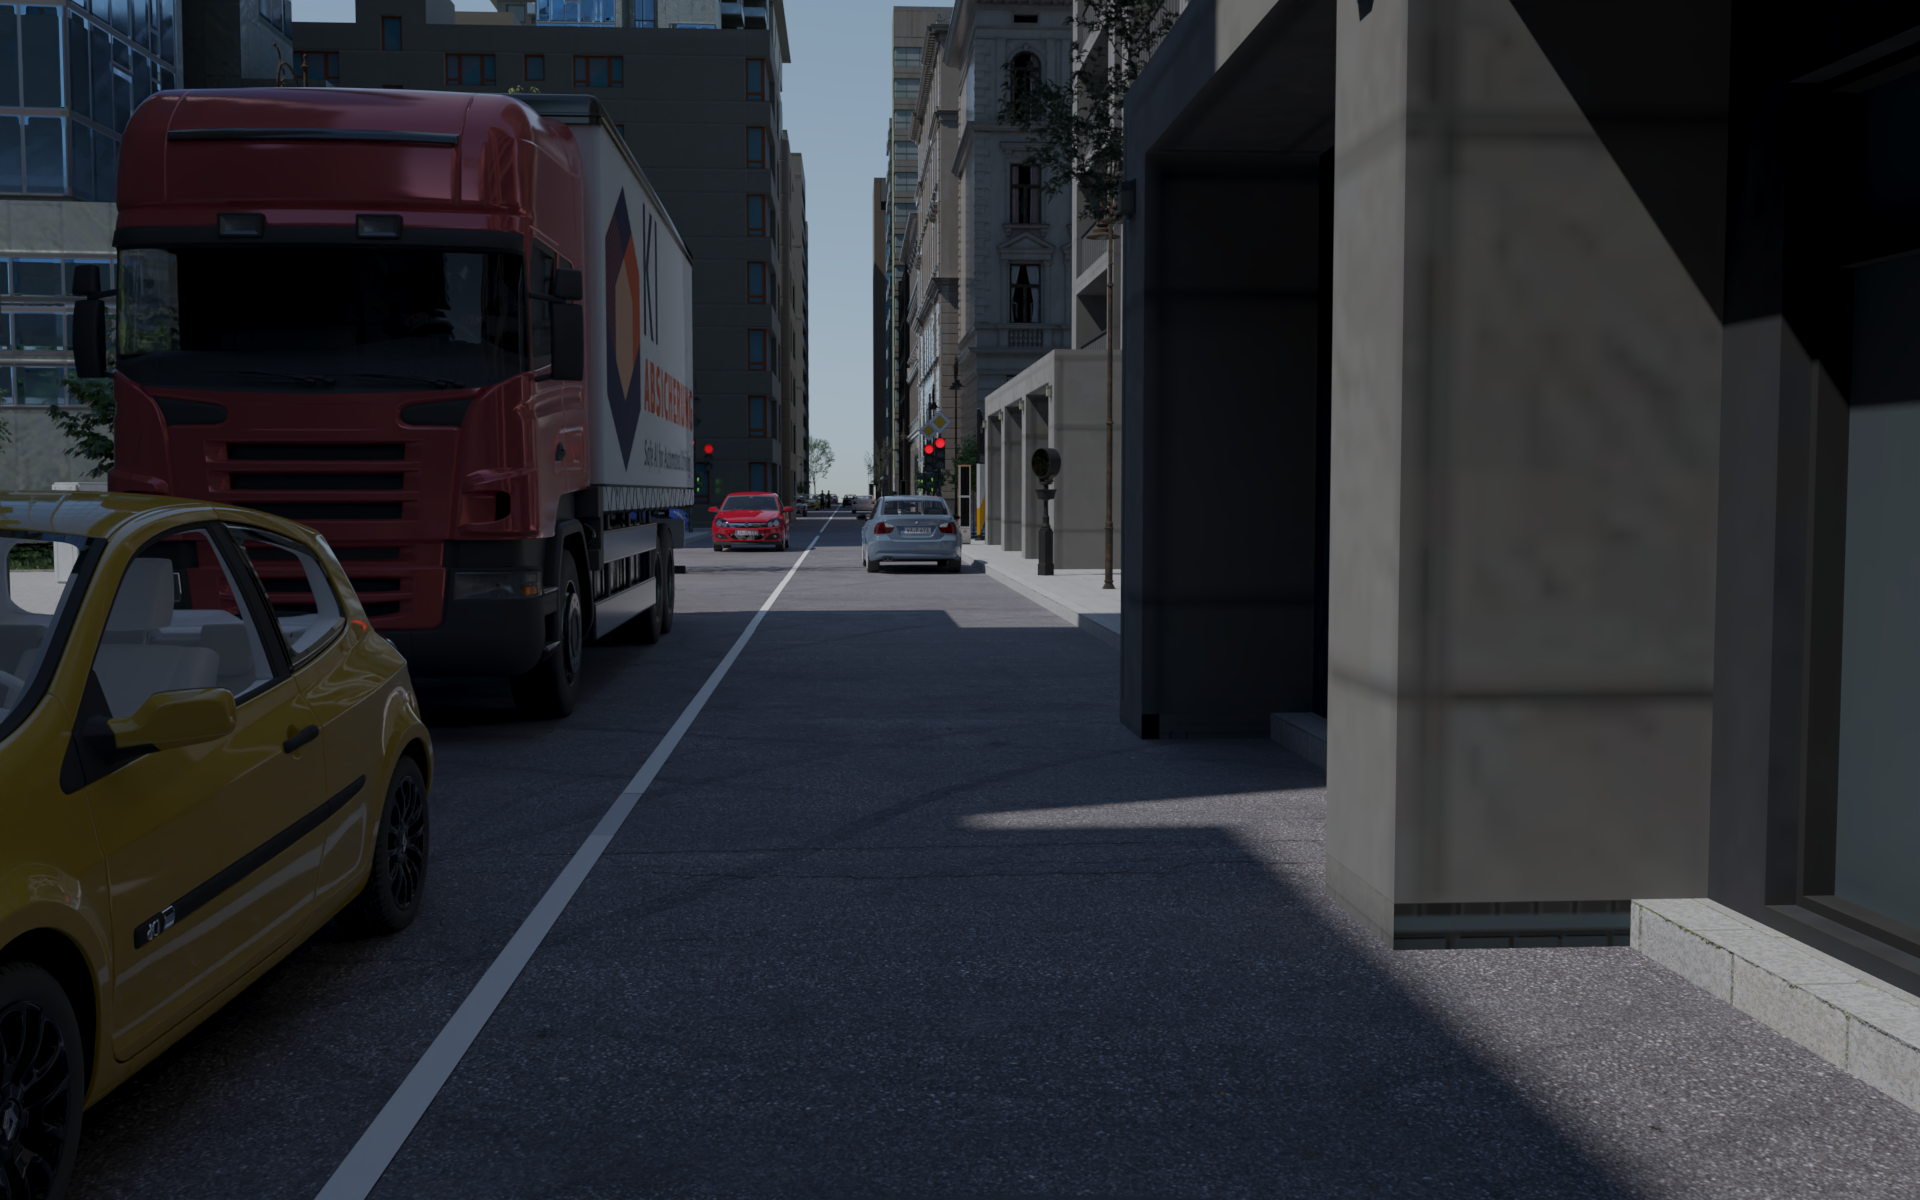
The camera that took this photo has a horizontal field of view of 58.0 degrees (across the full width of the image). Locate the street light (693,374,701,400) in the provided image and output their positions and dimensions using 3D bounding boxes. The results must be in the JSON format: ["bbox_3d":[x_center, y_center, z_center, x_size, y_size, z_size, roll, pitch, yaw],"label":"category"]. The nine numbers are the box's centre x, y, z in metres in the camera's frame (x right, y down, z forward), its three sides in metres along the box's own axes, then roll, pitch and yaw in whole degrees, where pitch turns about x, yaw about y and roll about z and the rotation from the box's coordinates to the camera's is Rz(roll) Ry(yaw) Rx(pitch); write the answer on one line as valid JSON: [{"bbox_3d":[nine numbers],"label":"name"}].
[{"bbox_3d":[-9.956,-5.697,65.940,0.468,5.910,1.993,0,4,-4],"label":"street light"}]

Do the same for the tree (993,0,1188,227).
[{"bbox_3d":[3.823,-4.925,14.933,7.601,10.594,8.767,0,3,0],"label":"tree"}]

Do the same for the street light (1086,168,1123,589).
[{"bbox_3d":[2.012,-3.086,23.241,0.468,5.910,1.993,0,4,-4],"label":"street light"}]

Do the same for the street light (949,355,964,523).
[{"bbox_3d":[-0.133,-5.196,57.737,0.468,5.910,1.993,0,4,-4],"label":"street light"}]

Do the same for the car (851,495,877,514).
[{"bbox_3d":[-7.040,-7.061,127.817,2.083,1.381,4.827,0,4,-2],"label":"car"}]

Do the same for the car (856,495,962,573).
[{"bbox_3d":[-0.953,-1.279,32.922,2.014,1.417,4.499,0,4,-5],"label":"car"}]

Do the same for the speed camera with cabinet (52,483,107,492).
[{"bbox_3d":[-12.279,-1.907,25.512,0.660,3.252,2.038,2,4,27],"label":"speed camera with cabinet"}]

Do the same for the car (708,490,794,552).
[{"bbox_3d":[-5.345,-2.172,44.558,2.155,1.783,4.494,0,4,-3],"label":"car"}]

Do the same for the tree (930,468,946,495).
[{"bbox_3d":[0.177,-3.683,54.825,1.663,3.219,1.824,0,3,0],"label":"tree"}]

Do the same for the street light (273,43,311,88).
[{"bbox_3d":[-6.880,-2.788,18.378,0.468,5.910,1.993,0,4,-4],"label":"street light"}]

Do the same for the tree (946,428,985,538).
[{"bbox_3d":[0.531,-3.438,50.809,1.663,3.219,1.824,0,3,0],"label":"tree"}]

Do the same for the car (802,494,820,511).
[{"bbox_3d":[-12.933,-8.445,148.298,2.015,1.641,3.980,0,4,-2],"label":"car"}]

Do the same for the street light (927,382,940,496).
[{"bbox_3d":[-1.103,-6.047,71.654,0.468,5.910,1.993,0,4,-4],"label":"street light"}]

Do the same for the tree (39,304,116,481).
[{"bbox_3d":[-7.175,-1.262,15.230,1.663,3.219,1.824,0,3,0],"label":"tree"}]

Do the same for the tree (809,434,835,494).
[{"bbox_3d":[-25.286,-22.899,300.150,9.928,11.665,9.643,0,3,0],"label":"tree"}]

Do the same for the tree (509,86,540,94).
[{"bbox_3d":[-8.321,-4.917,30.764,4.737,8.622,4.395,0,3,0],"label":"tree"}]

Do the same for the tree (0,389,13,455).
[{"bbox_3d":[-20.039,-3.015,33.011,4.285,4.588,4.351,0,3,0],"label":"tree"}]

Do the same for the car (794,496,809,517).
[{"bbox_3d":[-10.555,-5.944,109.763,1.945,1.354,3.894,0,4,-5],"label":"car"}]

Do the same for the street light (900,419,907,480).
[{"bbox_3d":[-3.449,-8.159,106.179,0.468,5.910,1.993,0,4,-4],"label":"street light"}]

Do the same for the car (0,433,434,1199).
[{"bbox_3d":[-2.599,0.363,4.284,2.015,1.641,3.980,0,4,-2],"label":"car"}]

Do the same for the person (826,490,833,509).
[{"bbox_3d":[-12.726,-9.770,168.332,0.705,1.812,1.348,-2,4,-33],"label":"person"}]

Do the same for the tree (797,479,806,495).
[{"bbox_3d":[-19.843,-13.541,215.997,1.663,3.219,1.824,0,3,0],"label":"tree"}]

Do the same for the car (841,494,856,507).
[{"bbox_3d":[-11.951,-10.948,188.793,2.009,1.686,4.222,0,4,-4],"label":"car"}]

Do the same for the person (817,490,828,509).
[{"bbox_3d":[-13.010,-9.475,163.433,1.348,1.823,0.705,2,4,26],"label":"person"}]

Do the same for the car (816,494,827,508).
[{"bbox_3d":[-14.880,-10.586,183.309,2.015,1.641,3.980,0,4,-4],"label":"car"}]

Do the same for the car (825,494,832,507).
[{"bbox_3d":[-15.313,-11.213,193.552,2.015,1.641,3.980,0,4,-5],"label":"car"}]

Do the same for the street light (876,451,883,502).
[{"bbox_3d":[-8.317,-12.819,182.377,0.468,5.910,1.993,0,4,-4],"label":"street light"}]

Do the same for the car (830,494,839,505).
[{"bbox_3d":[-17.249,-13.661,232.392,2.155,1.783,4.494,0,4,-2],"label":"car"}]

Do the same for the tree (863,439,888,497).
[{"bbox_3d":[-10.500,-16.898,226.637,4.360,8.622,3.978,0,3,0],"label":"tree"}]

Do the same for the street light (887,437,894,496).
[{"bbox_3d":[-6.016,-10.695,147.652,0.468,5.910,1.993,0,4,-4],"label":"street light"}]

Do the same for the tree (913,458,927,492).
[{"bbox_3d":[-1.349,-5.084,77.720,1.663,3.219,1.824,0,3,0],"label":"tree"}]

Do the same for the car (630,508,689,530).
[{"bbox_3d":[-11.460,-3.184,61.646,3.694,1.707,1.945,0,4,-2],"label":"car"}]

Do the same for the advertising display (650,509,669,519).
[{"bbox_3d":[-8.916,-2.828,51.454,0.123,1.923,0.974,1,4,18],"label":"advertising display"}]
